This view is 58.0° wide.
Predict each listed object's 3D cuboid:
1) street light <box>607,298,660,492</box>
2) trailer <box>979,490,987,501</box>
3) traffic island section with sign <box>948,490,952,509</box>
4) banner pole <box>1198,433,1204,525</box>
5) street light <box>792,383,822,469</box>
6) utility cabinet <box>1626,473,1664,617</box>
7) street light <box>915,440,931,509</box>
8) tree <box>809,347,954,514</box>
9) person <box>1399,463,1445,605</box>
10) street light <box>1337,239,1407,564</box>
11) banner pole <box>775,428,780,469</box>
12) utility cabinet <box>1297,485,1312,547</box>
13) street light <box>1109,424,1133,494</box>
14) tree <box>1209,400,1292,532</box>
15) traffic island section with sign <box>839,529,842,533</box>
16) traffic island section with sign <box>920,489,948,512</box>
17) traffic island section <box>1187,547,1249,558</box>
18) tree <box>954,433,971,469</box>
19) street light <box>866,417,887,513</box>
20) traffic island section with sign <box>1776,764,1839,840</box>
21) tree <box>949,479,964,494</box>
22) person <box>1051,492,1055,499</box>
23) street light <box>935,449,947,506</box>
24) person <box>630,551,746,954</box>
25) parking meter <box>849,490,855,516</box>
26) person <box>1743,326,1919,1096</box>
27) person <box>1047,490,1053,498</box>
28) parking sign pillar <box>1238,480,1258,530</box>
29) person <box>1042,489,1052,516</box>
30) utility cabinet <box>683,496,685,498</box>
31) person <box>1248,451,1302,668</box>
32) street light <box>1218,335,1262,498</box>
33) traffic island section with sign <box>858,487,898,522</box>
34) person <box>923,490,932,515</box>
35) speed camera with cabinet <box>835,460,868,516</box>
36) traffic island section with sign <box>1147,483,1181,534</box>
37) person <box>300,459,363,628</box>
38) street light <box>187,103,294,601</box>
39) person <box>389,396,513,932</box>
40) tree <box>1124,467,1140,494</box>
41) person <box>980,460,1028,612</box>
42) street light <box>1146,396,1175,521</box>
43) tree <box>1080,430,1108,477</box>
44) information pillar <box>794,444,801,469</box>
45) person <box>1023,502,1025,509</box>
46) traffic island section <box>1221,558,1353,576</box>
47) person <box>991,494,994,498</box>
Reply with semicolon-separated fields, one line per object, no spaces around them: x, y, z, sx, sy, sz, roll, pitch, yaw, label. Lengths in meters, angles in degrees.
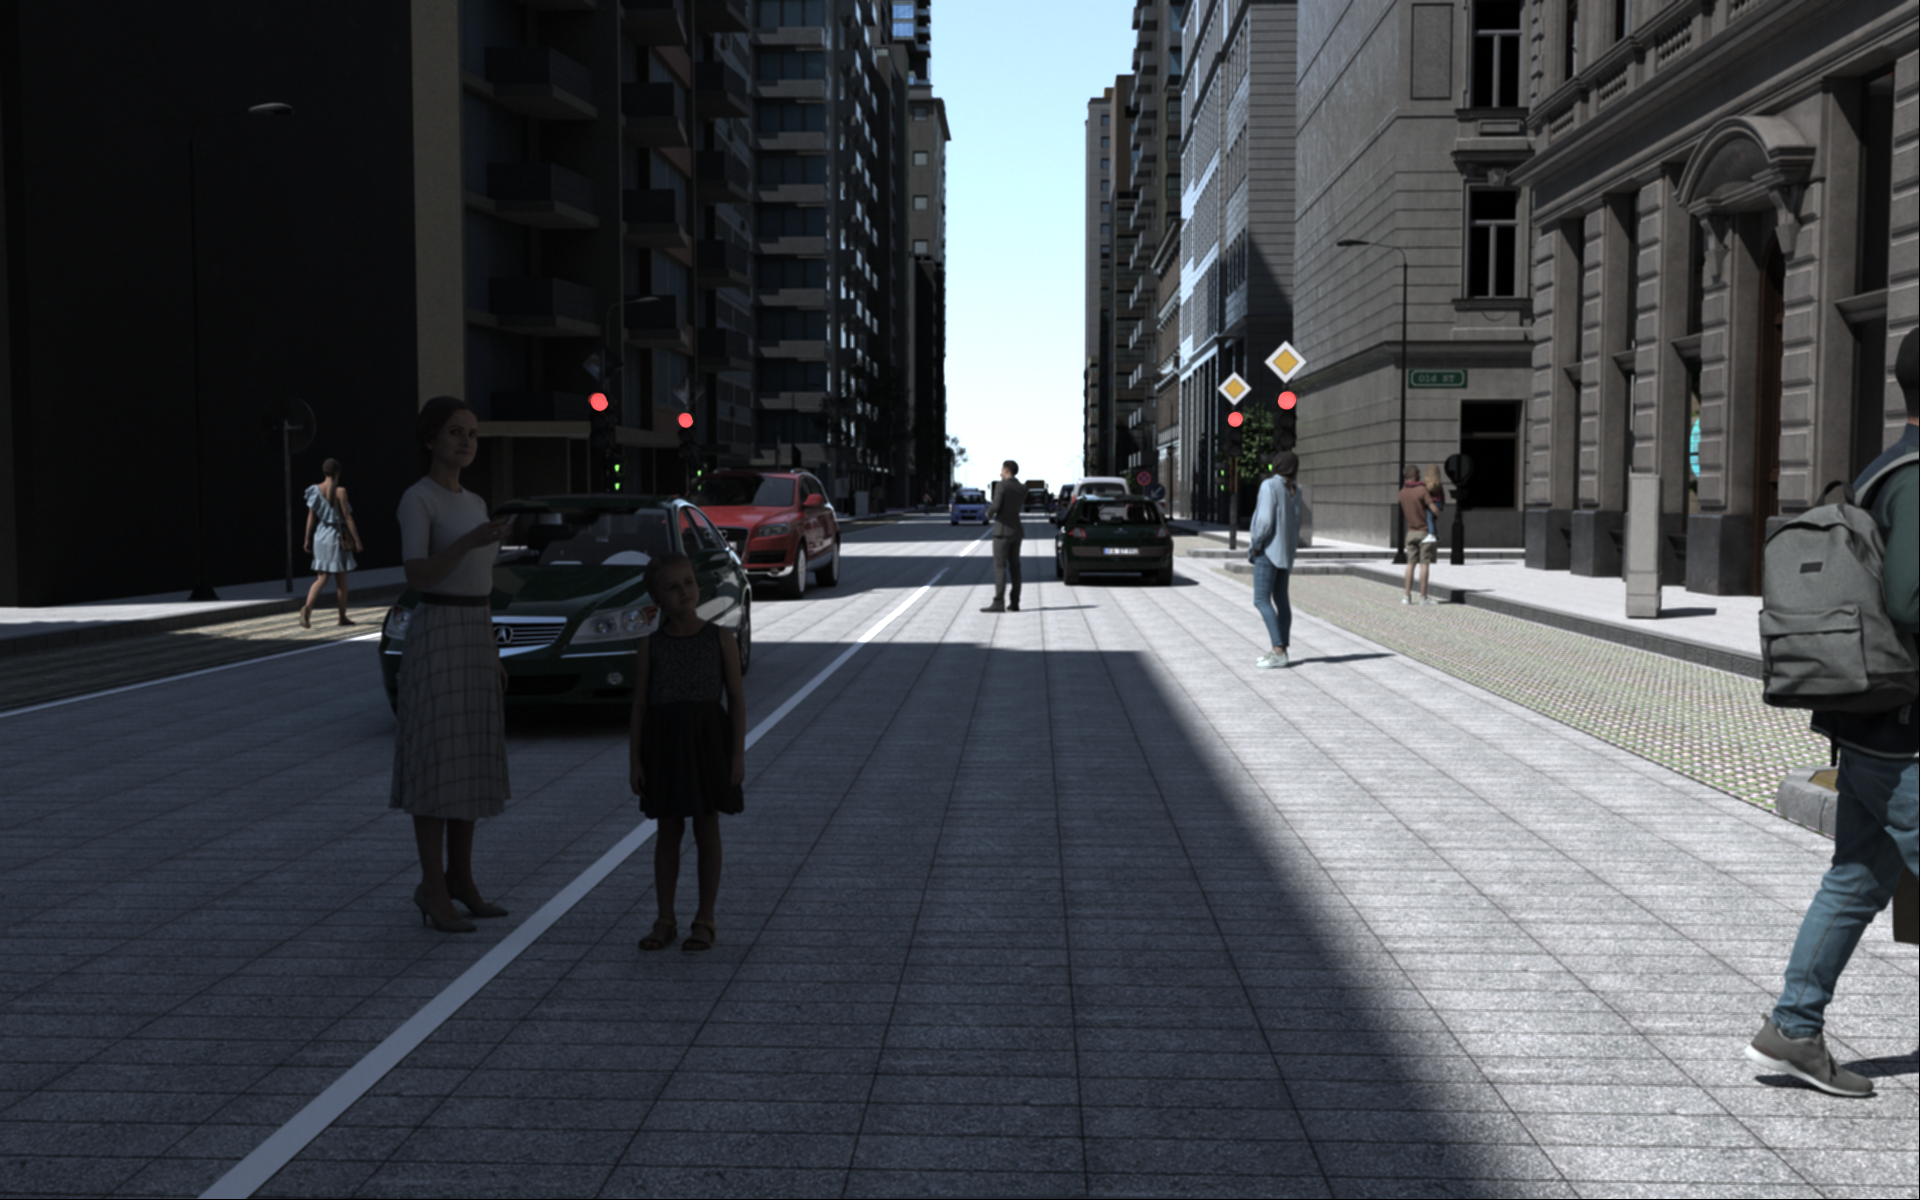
-7.779;-4.194;41.107;1.470;5.913;1.316;0;4;2;street light
3.333;-15.847;266.148;1.471;1.999;3.904;0;4;3;trailer
-1.058;-9.676;166.833;1.989;1.847;2.006;0;4;2;traffic island section with sign
9.918;-4.973;71.330;0.401;3.779;0.863;-1;4;-9;banner pole
-6.458;-6.126;72.698;1.470;5.913;1.316;0;4;2;street light
7.242;-0.586;18.267;0.318;1.500;1.173;2;4;24;utility cabinet
-3.197;-10.789;148.940;1.470;5.913;1.316;0;4;2;street light
-5.990;-10.774;110.566;8.767;10.594;7.601;1;4;21;tree
5.967;-0.848;22.340;0.580;1.828;0.573;0;4;6;person
7.563;-3.618;31.690;1.470;5.913;1.316;0;4;2;street light
-6.937;-4.648;66.016;0.401;3.779;0.863;1;4;8;banner pole
8.070;-2.014;41.604;0.318;1.500;1.173;-1;4;-15;utility cabinet
10.795;-8.657;114.084;1.470;5.913;1.316;0;4;2;street light
10.293;-4.611;59.097;4.285;4.588;4.351;0;3;0;tree
-5.372;-3.342;63.276;1.989;1.847;2.006;0;4;2;traffic island section with sign
-2.203;-7.993;139.316;1.989;1.847;2.006;0;4;2;traffic island section with sign
6.300;-1.075;39.861;2.009;0.180;2.903;0;4;2;traffic island section
-3.028;-15.605;189.559;8.767;10.594;7.601;-1;4;-9;tree
-5.093;-8.060;104.324;1.470;5.913;1.316;0;4;2;street light
4.619;0.087;7.212;1.989;1.847;2.006;0;4;2;traffic island section with sign
-0.494;-14.121;225.480;1.663;3.219;1.824;0;3;0;tree
13.941;-15.518;262.245;1.348;1.821;0.705;-1;4;-15;person
-2.004;-12.712;180.382;1.470;5.913;1.316;0;4;2;street light
-0.857;0.472;5.454;0.362;1.253;0.373;0;4;4;person
-6.213;-5.576;99.579;0.372;1.533;0.369;0;3;0;parking meter
2.208;0.276;3.975;0.713;1.824;0.794;2;4;34;person
7.967;-9.238;159.177;1.348;1.869;0.705;1;4;11;person
10.826;-4.544;62.765;1.447;3.967;1.447;-2;4;-27;parking sign pillar
5.657;-6.381;113.175;0.623;1.781;0.721;0;4;-5;person
-7.660;-2.300;48.768;0.306;1.237;1.020;1;4;16;utility cabinet
2.655;-0.351;14.497;0.793;1.790;0.793;1;4;9;person
8.232;-4.780;50.701;1.470;5.913;1.316;0;4;2;street light
-4.249;-4.990;90.208;1.989;1.847;2.006;0;4;2;traffic island section with sign
-2.277;-6.825;120.808;0.721;1.735;1.217;-2;4;-27;person
-6.365;-6.573;101.811;2.038;3.252;0.660;-3;5;-41;speed camera with cabinet
6.928;-3.300;62.582;1.989;1.847;2.006;0;4;2;traffic island section with sign
-6.737;-0.611;18.586;0.616;1.811;0.778;1;4;18;person
-8.627;-2.951;20.784;1.470;5.913;1.316;0;4;2;street light
-1.614;0.205;5.725;0.524;1.755;0.480;1;4;16;person
12.075;-7.782;121.832;1.663;3.219;1.824;0;3;0;tree
0.513;-0.787;21.172;0.447;1.846;0.655;3;5;42;person
9.538;-6.727;82.534;1.470;5.913;1.316;0;4;2;street light
15.890;-15.231;199.385;4.360;8.622;3.978;0;3;0;tree
-7.368;-5.296;77.942;0.504;3.616;0.183;2;4;32;information pillar
6.302;-9.639;166.227;1.348;1.807;0.705;-1;4;-11;person
5.967;-0.587;31.883;2.009;0.180;2.903;0;4;2;traffic island section
4.633;-13.497;229.892;1.217;1.735;0.721;3;5;41;person
